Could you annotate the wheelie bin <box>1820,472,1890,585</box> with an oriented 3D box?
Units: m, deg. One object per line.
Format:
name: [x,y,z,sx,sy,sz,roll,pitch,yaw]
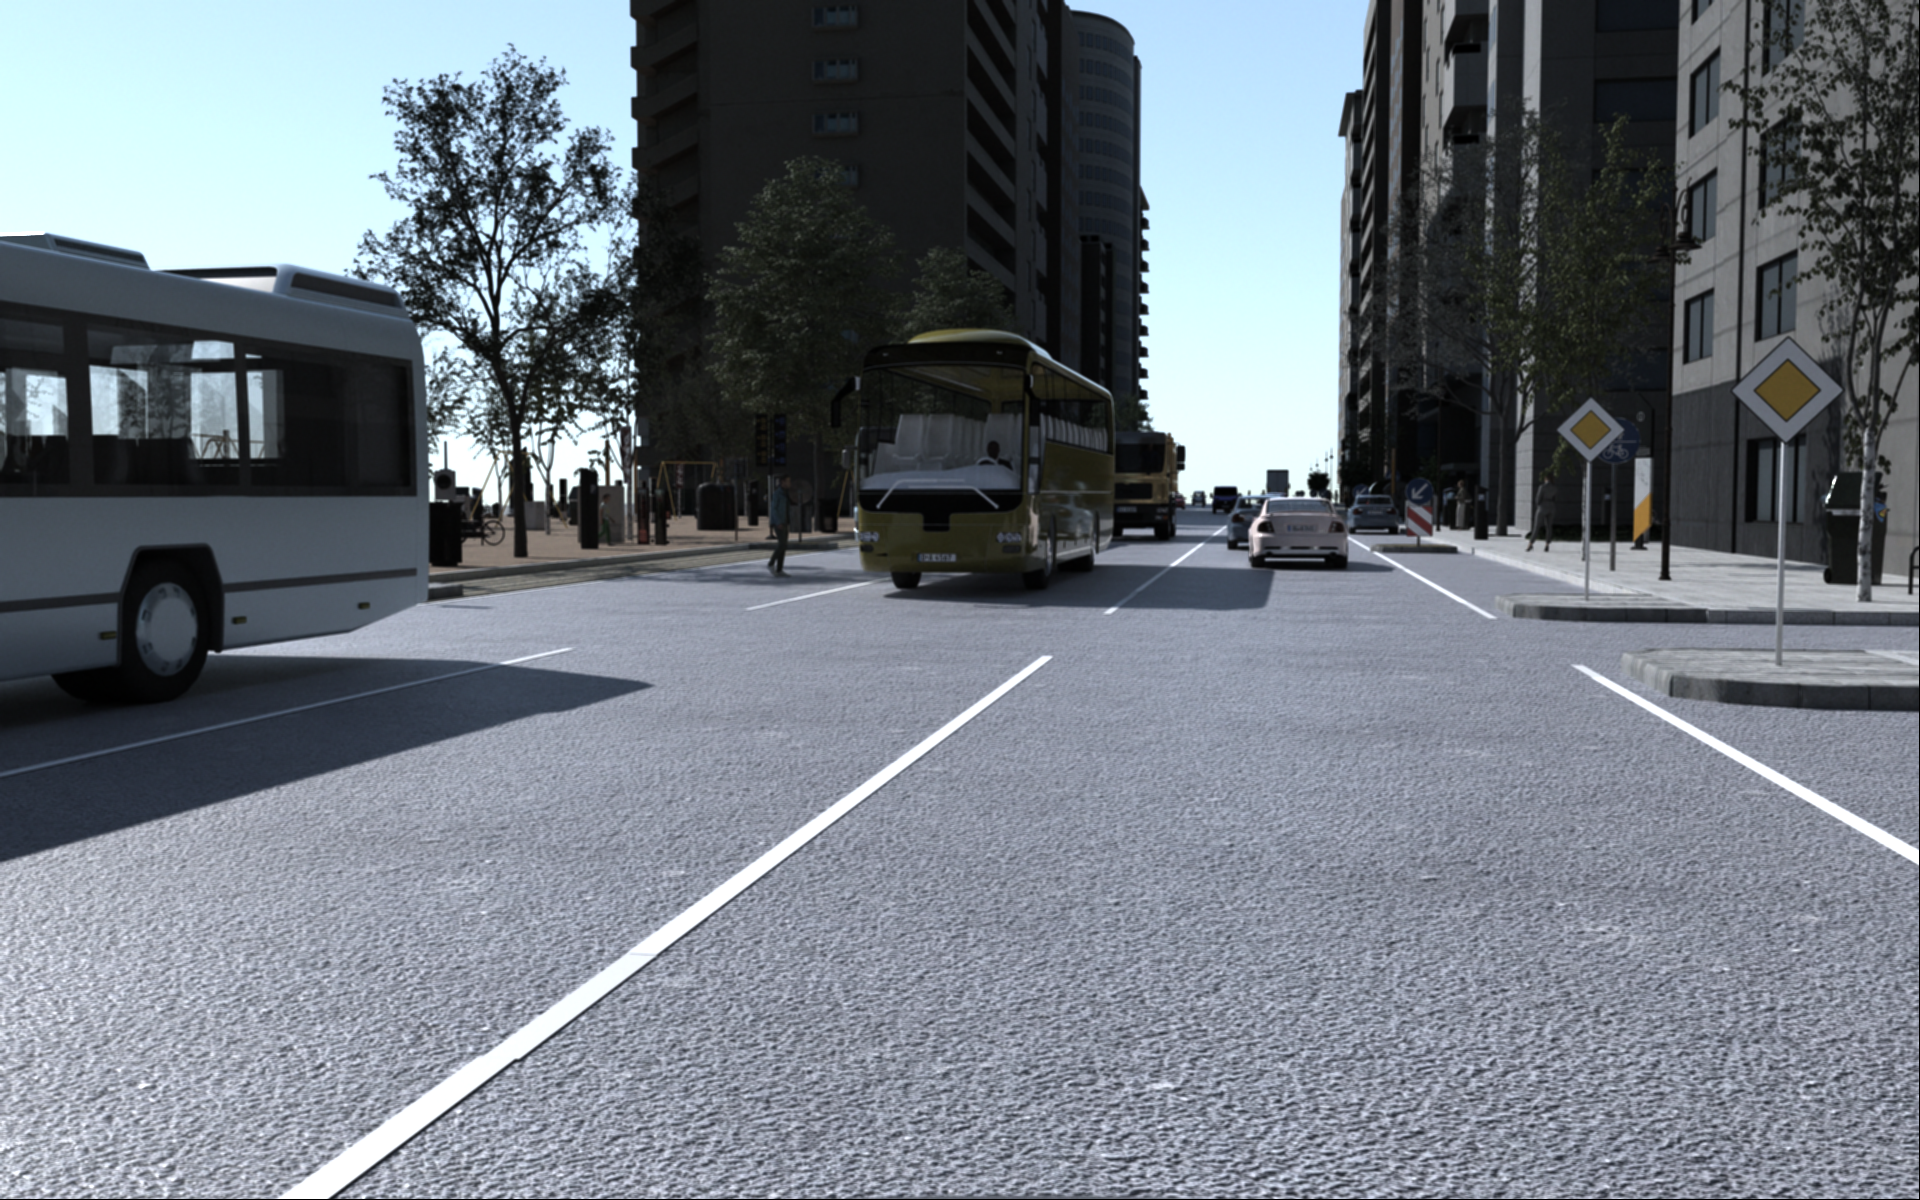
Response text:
wheelie bin: [12.743,-1.025,24.661,0.693,1.594,0.980,-3,4,-39]

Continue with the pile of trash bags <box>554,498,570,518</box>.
pile of trash bags: [-20.698,-5.182,94.473,1.912,1.369,3.447,-3,5,-40]

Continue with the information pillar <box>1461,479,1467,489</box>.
information pillar: [25.351,-5.058,87.185,0.304,2.012,0.304,1,4,12]

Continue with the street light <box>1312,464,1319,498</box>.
street light: [44.670,-14.924,216.790,0.468,5.910,1.993,1,4,10]

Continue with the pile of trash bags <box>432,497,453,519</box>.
pile of trash bags: [-16.898,-2.706,53.992,1.912,1.369,3.447,1,4,15]

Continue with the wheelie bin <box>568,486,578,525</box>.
wheelie bin: [-15.634,-3.861,71.032,0.980,1.594,0.693,2,4,26]

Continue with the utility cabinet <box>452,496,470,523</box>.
utility cabinet: [-20.858,-3.734,72.209,1.020,1.237,0.306,2,4,34]

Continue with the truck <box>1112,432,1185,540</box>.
truck: [5.644,-3.686,56.196,3.469,3.379,9.791,1,4,9]

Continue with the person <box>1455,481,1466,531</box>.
person: [17.654,-3.336,61.137,0.362,1.759,0.519,1,4,22]

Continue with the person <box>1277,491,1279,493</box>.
person: [34.652,-11.037,189.405,0.683,1.767,0.568,-1,4,-17]

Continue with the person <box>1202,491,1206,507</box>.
person: [26.344,-10.869,186.911,0.721,1.736,1.217,1,4,17]

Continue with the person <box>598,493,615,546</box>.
person: [-8.863,-2.003,43.041,0.590,1.304,0.306,-1,4,-17]

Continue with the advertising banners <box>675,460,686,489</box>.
advertising banners: [-15.002,-5.629,88.217,2.074,3.025,0.090,-1,4,-12]

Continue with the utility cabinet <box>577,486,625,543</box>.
utility cabinet: [-9.315,-2.221,44.987,1.173,1.500,0.318,1,4,8]

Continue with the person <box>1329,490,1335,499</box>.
person: [43.257,-12.030,202.871,1.348,1.807,0.705,1,4,19]

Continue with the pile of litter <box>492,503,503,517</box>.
pile of litter: [-24.647,-4.713,91.030,1.176,0.858,1.719,1,4,13]

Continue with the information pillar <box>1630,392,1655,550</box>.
information pillar: [15.689,-2.960,39.749,0.183,3.616,0.504,-2,4,-24]

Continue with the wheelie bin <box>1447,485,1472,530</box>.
wheelie bin: [17.859,-3.309,62.015,0.980,1.594,0.693,-3,5,-42]

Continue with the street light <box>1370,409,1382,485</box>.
street light: [22.651,-7.404,93.841,0.468,5.910,1.993,1,4,10]

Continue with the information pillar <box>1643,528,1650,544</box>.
information pillar: [17.747,-2.478,45.007,0.304,2.012,0.304,2,4,35]

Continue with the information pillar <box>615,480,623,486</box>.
information pillar: [-17.685,-5.217,89.786,0.304,2.012,0.304,-3,4,-37]

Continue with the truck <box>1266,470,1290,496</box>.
truck: [37.766,-13.263,205.768,2.839,4.237,11.283,1,4,11]

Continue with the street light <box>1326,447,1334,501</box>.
street light: [36.130,-11.975,168.585,0.468,5.910,1.993,1,4,10]

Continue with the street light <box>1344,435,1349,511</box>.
street light: [30.091,-9.902,134.692,0.468,5.910,1.993,1,4,10]

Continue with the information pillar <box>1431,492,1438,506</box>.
information pillar: [21.005,-4.404,76.505,0.304,2.012,0.304,-2,4,-28]

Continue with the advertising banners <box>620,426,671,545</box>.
advertising banners: [-8.018,-2.918,43.894,0.090,3.025,2.074,-3,5,-44]

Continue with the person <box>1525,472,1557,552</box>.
person: [12.993,-1.980,38.684,0.520,1.790,0.573,-2,4,-34]

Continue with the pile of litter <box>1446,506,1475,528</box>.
pile of litter: [19.383,-3.232,66.807,1.719,0.858,1.176,-2,4,-28]

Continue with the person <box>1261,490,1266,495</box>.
person: [23.938,-7.809,136.714,0.617,1.759,0.750,0,4,8]

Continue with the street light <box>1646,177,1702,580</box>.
street light: [10.524,-3.235,25.675,0.468,5.910,1.993,1,4,10]

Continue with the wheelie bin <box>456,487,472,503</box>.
wheelie bin: [-22.030,-4.196,76.512,0.980,1.594,0.693,0,4,-7]

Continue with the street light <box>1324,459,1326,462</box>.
street light: [38.671,-12.850,182.889,0.468,5.910,1.993,1,4,10]

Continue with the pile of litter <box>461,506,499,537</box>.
pile of litter: [-14.846,-2.298,51.533,1.719,0.858,1.176,1,4,23]

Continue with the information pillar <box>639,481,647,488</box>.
information pillar: [-17.610,-5.612,96.247,0.304,2.012,0.304,-3,5,-40]

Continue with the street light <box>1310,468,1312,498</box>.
street light: [50.783,-16.996,250.669,0.468,5.910,1.993,1,4,10]

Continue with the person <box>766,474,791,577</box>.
person: [-3.127,-1.295,30.020,0.444,1.785,0.601,2,4,24]

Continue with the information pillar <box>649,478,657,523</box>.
information pillar: [-13.632,-4.438,77.049,0.304,2.012,0.304,-1,4,-20]

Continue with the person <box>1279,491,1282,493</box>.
person: [28.728,-8.932,155.479,0.756,1.711,0.436,-3,5,-40]

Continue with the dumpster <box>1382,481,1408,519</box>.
dumpster: [19.992,-4.489,79.161,1.264,1.857,1.865,1,4,10]

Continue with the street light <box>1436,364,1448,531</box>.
street light: [16.546,-5.319,59.750,0.468,5.910,1.993,1,4,10]

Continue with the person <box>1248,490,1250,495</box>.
person: [31.985,-11.183,191.300,0.705,1.831,1.348,2,4,24]

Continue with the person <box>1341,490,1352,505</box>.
person: [37.244,-9.828,166.827,1.348,1.812,0.705,-2,4,-30]

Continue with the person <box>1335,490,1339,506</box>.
person: [42.014,-11.387,192.934,0.721,1.735,1.217,0,4,-7]

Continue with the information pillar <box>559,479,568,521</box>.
information pillar: [-18.933,-4.783,82.687,0.304,2.012,0.304,0,4,0]

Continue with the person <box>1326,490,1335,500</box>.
person: [26.399,-7.046,124.412,1.217,1.736,0.721,1,4,12]

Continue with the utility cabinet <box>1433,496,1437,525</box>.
utility cabinet: [19.895,-3.740,72.310,0.306,1.237,1.020,1,4,15]

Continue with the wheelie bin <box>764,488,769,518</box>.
wheelie bin: [-10.137,-5.268,94.033,0.980,1.594,0.693,-1,4,-9]

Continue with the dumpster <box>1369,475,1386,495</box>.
dumpster: [22.146,-5.383,90.506,1.502,2.255,1.985,1,4,10]
